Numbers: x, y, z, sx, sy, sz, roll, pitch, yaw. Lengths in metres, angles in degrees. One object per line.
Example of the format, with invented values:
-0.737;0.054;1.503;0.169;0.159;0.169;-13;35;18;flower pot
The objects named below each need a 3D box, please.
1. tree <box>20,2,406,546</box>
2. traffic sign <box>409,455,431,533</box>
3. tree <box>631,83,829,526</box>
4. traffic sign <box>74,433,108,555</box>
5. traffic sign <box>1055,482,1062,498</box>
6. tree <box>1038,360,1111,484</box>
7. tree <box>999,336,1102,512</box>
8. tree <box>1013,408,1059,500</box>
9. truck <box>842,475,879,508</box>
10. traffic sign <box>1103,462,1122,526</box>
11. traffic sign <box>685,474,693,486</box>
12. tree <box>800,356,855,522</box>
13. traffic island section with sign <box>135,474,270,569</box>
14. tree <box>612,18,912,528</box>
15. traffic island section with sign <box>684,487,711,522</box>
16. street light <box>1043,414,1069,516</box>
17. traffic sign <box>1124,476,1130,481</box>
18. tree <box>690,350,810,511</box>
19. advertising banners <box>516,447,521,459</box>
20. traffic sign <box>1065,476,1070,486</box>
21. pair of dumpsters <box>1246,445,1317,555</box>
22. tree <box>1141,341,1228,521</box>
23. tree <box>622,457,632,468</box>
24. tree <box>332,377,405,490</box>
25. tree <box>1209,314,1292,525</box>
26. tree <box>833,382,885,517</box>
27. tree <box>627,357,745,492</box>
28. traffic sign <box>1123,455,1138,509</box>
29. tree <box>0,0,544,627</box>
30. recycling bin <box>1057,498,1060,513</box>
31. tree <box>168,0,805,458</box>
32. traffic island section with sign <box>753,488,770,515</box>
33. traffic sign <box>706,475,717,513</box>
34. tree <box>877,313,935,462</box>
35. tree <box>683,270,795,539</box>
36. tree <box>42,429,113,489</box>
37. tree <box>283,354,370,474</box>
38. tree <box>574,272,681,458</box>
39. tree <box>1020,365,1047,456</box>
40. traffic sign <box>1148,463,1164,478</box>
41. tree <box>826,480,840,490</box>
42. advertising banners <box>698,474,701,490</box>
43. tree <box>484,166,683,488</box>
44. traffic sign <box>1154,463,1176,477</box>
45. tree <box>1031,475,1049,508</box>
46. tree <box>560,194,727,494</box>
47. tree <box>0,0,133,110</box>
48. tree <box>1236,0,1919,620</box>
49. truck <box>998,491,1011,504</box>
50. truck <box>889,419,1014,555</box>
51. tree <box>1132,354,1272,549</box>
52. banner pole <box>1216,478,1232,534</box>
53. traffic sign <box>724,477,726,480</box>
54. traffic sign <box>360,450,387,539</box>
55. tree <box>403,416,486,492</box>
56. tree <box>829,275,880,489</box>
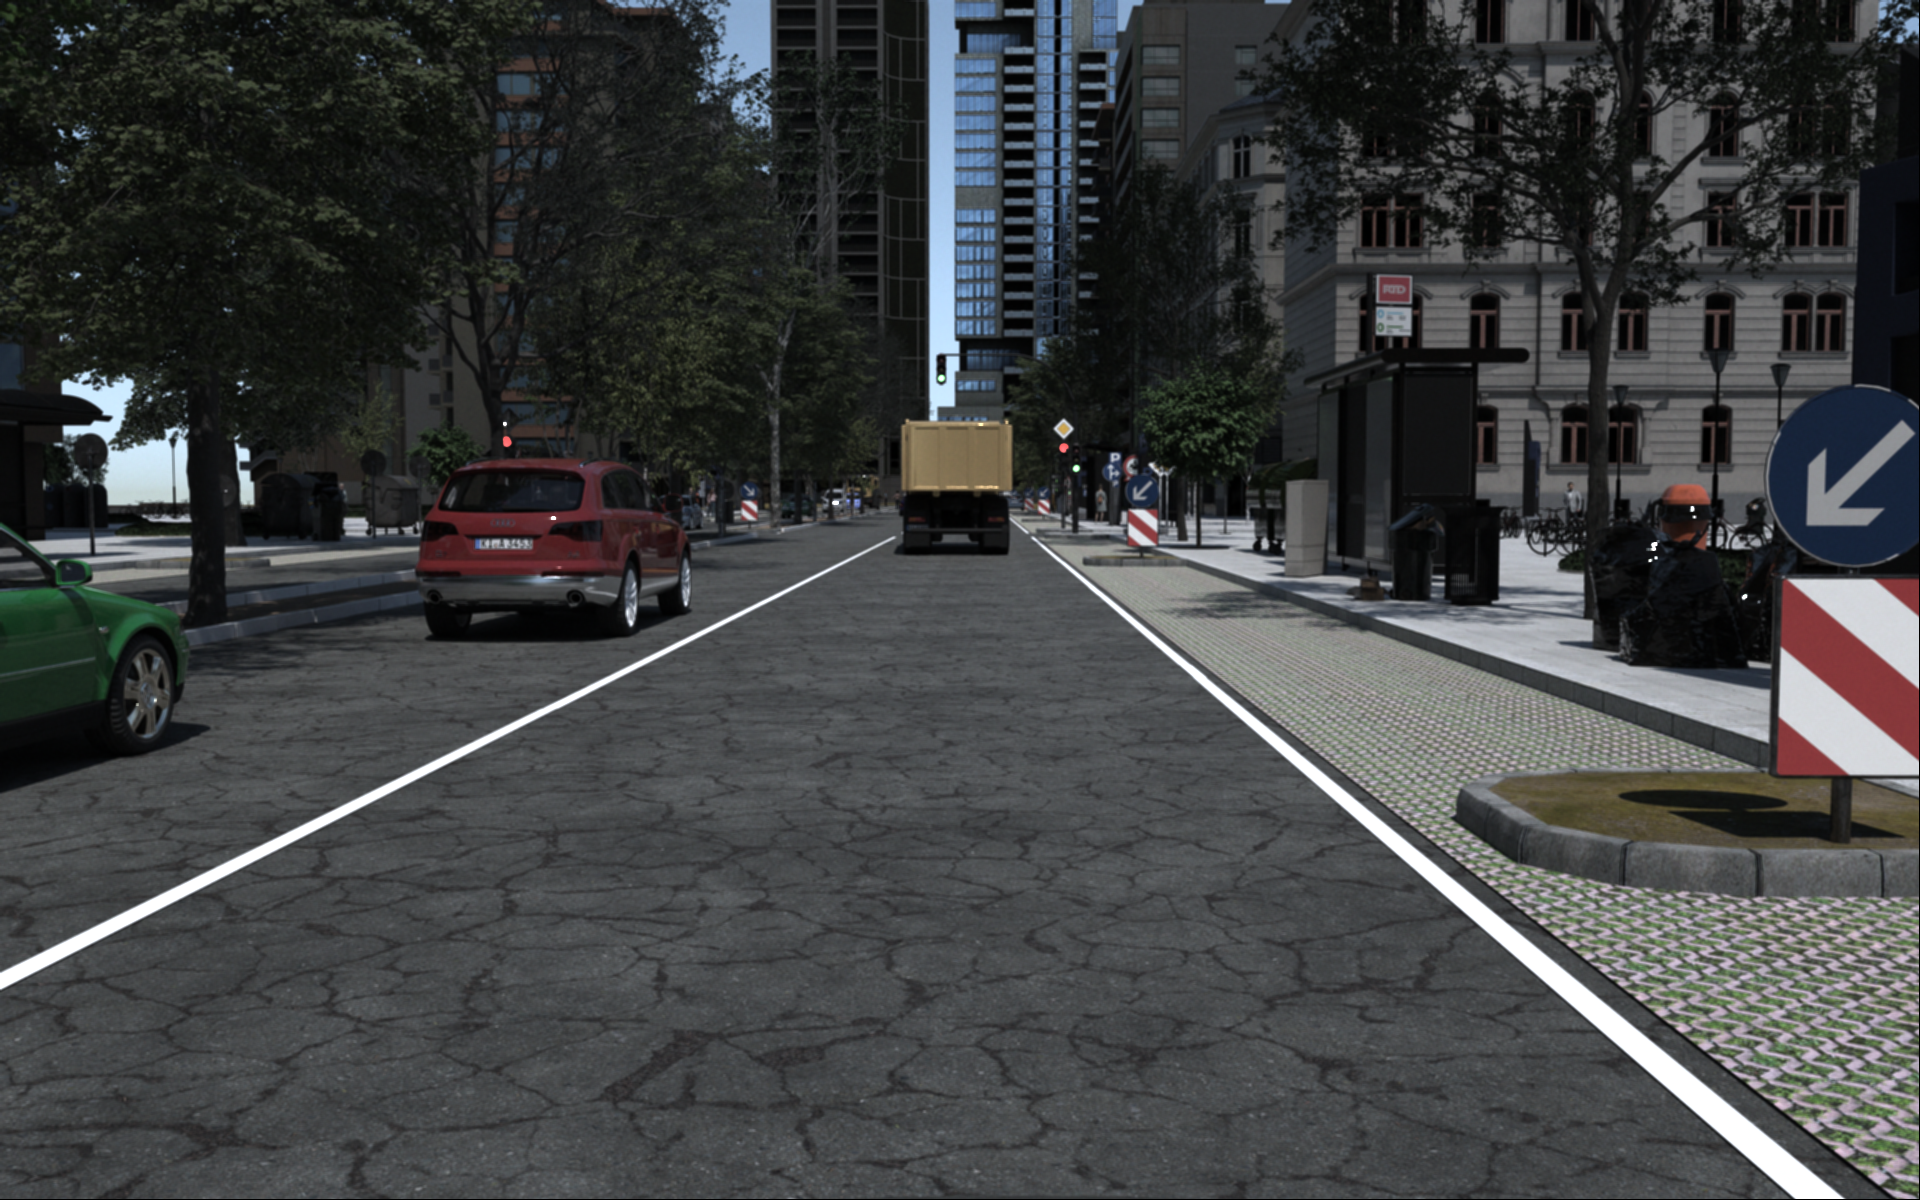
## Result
-17.988;-8.296;42.295;9.857;13.997;8.962;0;3;0;tree
-17.737;-3.472;56.868;0.768;2.556;0.104;0;4;8;traffic sign
-7.940;-7.780;47.782;7.486;12.596;7.792;0;3;0;tree
-18.220;-2.214;36.313;0.768;2.556;0.104;0;4;8;traffic sign
7.305;-7.954;130.146;0.768;2.556;0.104;0;4;4;traffic sign
6.587;-8.880;95.548;4.360;8.622;3.978;0;3;0;tree
6.684;-12.620;124.471;7.486;12.596;7.792;0;3;0;tree
6.684;-11.316;135.383;4.737;8.622;4.395;0;3;0;tree
-9.931;-11.043;176.471;3.469;3.379;9.791;0;4;2;truck
6.067;-4.214;69.012;0.768;2.556;0.104;0;4;5;traffic sign
-17.582;-6.882;112.623;0.768;2.556;0.104;0;4;4;traffic sign
-7.295;-8.195;86.810;4.360;8.622;3.978;0;3;0;tree
-14.641;-1.537;33.765;1.989;1.847;2.006;0;4;1;traffic island section with sign
-8.596;-12.921;69.609;12.611;20.169;13.585;0;3;0;tree
-13.957;-4.946;89.502;1.989;1.847;2.006;0;4;1;traffic island section with sign
5.706;-7.865;101.133;1.470;5.913;1.316;0;4;1;street light
7.216;-4.384;71.676;0.884;2.594;0.081;0;4;5;traffic sign
-16.496;-14.519;144.042;9.857;13.997;8.962;0;3;0;tree
-17.700;-4.367;67.590;2.074;3.025;0.090;3;5;42;advertising banners
7.258;-7.154;116.964;0.884;2.594;0.081;0;4;7;traffic sign
7.172;-2.094;36.737;1.574;2.255;4.437;0;4;1;pair of dumpsters
11.103;-8.094;82.705;4.360;8.622;3.978;0;3;0;tree
-17.643;-5.922;91.425;1.663;3.219;1.824;0;3;0;tree
-36.844;-9.648;108.114;4.737;8.622;4.395;0;3;0;tree
11.739;-7.381;71.040;4.737;8.622;4.395;0;3;0;tree
-6.770;-9.637;110.378;4.737;8.622;4.395;0;3;0;tree
-16.570;-10.557;107.025;7.601;10.594;8.767;2;4;34;tree
5.668;-3.429;56.177;0.768;2.556;0.104;0;4;6;traffic sign
-8.271;-6.010;18.846;7.486;12.596;7.792;0;3;0;tree
6.925;-6.344;116.271;0.722;1.027;0.722;1;4;10;recycling bin
-7.731;-7.083;28.640;12.009;13.543;11.850;0;3;0;tree
-13.628;-6.617;116.814;1.989;1.847;2.006;0;4;1;traffic island section with sign
-16.450;-7.002;114.584;0.768;2.556;0.104;0;4;7;traffic sign
-7.124;-11.166;95.390;12.009;13.543;11.850;0;3;0;tree
-7.465;-6.183;53.908;4.360;8.622;3.978;0;3;0;tree
-71.072;-10.075;127.627;11.467;7.101;20.602;-1;4;-8;tree
-25.133;-7.145;67.184;4.360;8.622;3.978;0;3;0;tree
-16.507;-9.451;80.274;9.928;11.665;9.643;0;3;0;tree
5.748;-6.889;47.054;7.601;10.594;8.767;0;4;5;tree
6.297;-3.336;54.274;0.795;2.593;0.064;0;4;1;traffic sign
-15.941;-13.483;215.049;1.663;3.219;1.824;0;3;0;tree
-17.805;-7.361;116.543;0.090;3.025;2.074;1;4;13;advertising banners
-8.384;-5.153;37.067;4.360;8.622;3.978;0;3;0;tree
6.329;-3.245;52.788;0.795;2.593;0.064;0;4;6;traffic sign
7.617;-10.075;159.329;1.663;3.219;1.824;0;3;0;tree
-7.554;-5.436;41.697;4.737;8.622;4.395;0;3;0;tree
-8.239;-4.993;9.857;9.928;11.665;9.643;0;3;0;tree
6.196;-5.070;17.310;7.601;10.594;8.767;-1;4;-22;tree
0.854;-5.476;78.441;2.839;4.237;11.283;0;4;-1;truck
-0.158;-2.975;44.565;3.469;3.379;9.791;0;4;-1;truck
5.712;-3.492;40.810;4.285;4.588;4.351;0;3;0;tree
8.306;-3.995;55.332;0.863;3.779;0.401;-2;4;-28;banner pole
-16.954;-7.519;123.038;0.768;2.556;0.104;0;4;5;traffic sign
-16.884;-3.043;49.860;0.768;2.556;0.104;0;4;4;traffic sign
-21.692;-5.465;73.063;4.285;4.588;4.351;0;3;0;tree
-7.581;-9.748;79.959;7.486;12.596;7.792;0;3;0;tree
